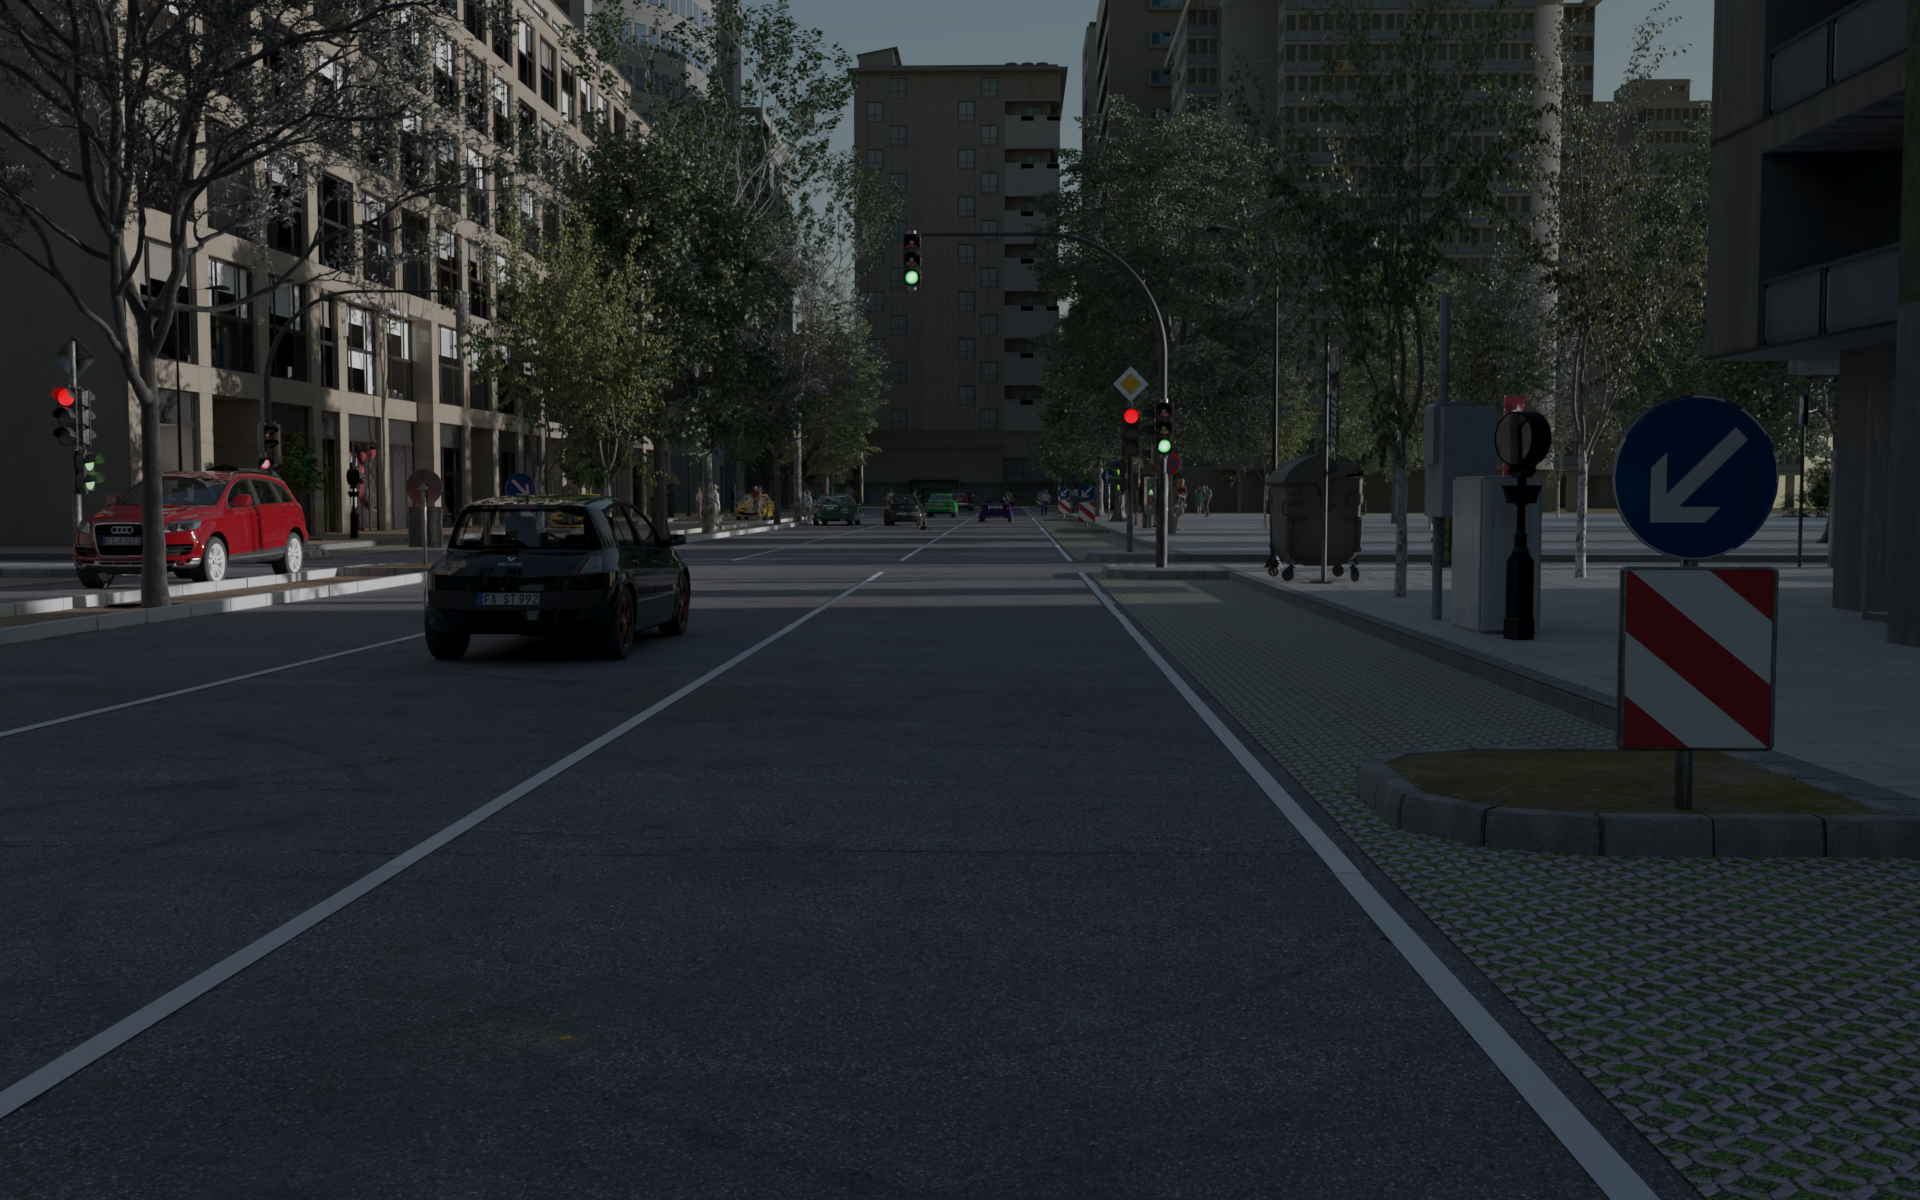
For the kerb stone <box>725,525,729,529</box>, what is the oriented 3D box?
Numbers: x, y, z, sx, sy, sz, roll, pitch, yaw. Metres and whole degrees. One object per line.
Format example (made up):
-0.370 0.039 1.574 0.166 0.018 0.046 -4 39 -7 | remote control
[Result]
-9.643 -2.951 70.457 0.120 0.150 1.000 0 4 2 | kerb stone

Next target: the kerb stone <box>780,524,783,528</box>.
-7.517 -3.010 71.409 0.120 0.150 1.000 0 4 2 | kerb stone

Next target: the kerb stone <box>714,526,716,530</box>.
-9.736 -2.764 67.390 0.120 0.150 1.000 0 4 2 | kerb stone

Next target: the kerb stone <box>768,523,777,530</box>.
-7.568 -2.884 69.362 0.120 0.150 1.000 0 4 2 | kerb stone

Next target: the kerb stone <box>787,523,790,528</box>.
-7.453 -3.136 73.469 0.120 0.150 1.000 0 4 2 | kerb stone

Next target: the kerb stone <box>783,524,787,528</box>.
-7.485 -3.073 72.431 0.120 0.150 1.000 0 4 2 | kerb stone

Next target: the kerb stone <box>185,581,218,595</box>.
-10.987 -0.165 24.900 0.120 0.150 1.000 0 4 2 | kerb stone

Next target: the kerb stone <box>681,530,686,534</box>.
-9.919 -2.388 61.231 0.120 0.150 1.000 0 4 2 | kerb stone

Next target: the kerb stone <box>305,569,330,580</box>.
-10.858 -0.417 29.006 0.120 0.150 1.000 0 4 2 | kerb stone

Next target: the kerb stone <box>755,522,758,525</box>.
-9.400 -3.451 78.645 0.120 0.150 1.000 0 4 2 | kerb stone

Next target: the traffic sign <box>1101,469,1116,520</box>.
7.489 -5.320 87.084 0.768 2.556 0.104 0 4 8 | traffic sign

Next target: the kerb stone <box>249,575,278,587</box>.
-10.925 -0.289 26.964 0.120 0.150 1.000 0 4 2 | kerb stone

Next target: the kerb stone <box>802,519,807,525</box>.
-7.273 -3.512 79.619 0.120 0.150 1.000 0 4 2 | kerb stone

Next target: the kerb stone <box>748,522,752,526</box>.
-9.458 -3.327 76.592 0.120 0.150 1.000 0 4 2 | kerb stone

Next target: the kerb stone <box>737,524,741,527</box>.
-9.548 -3.133 73.522 0.120 0.150 1.000 0 4 2 | kerb stone

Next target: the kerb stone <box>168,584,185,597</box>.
-11.019 -0.103 23.878 0.120 0.150 1.000 0 4 2 | kerb stone

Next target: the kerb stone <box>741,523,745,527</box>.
-9.519 -3.202 74.548 0.120 0.150 1.000 0 4 2 | kerb stone

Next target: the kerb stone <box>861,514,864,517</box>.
-6.304 -5.518 112.409 0.120 0.150 1.000 0 4 2 | kerb stone

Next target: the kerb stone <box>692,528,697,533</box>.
-9.858 -2.513 63.285 0.120 0.150 1.000 0 4 2 | kerb stone

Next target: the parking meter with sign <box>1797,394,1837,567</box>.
15.607 -2.078 30.238 1.738 3.016 0.543 1 4 18 | parking meter with sign

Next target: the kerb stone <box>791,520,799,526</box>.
-7.363 -3.325 76.554 0.120 0.150 1.000 0 4 2 | kerb stone

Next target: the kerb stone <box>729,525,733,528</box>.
-9.611 -3.010 71.479 0.120 0.150 1.000 0 4 2 | kerb stone

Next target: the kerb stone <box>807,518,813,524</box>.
-7.185 -3.693 82.694 0.120 0.150 1.000 0 4 2 | kerb stone

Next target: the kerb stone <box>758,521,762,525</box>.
-9.366 -3.515 79.668 0.120 0.150 1.000 0 4 2 | kerb stone

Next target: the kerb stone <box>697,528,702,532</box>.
-9.820 -2.577 64.324 0.120 0.150 1.000 0 4 2 | kerb stone

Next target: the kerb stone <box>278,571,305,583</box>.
-10.894 -0.345 27.986 0.120 0.150 1.000 0 4 2 | kerb stone

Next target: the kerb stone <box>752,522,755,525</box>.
-9.428 -3.384 77.614 0.120 0.150 1.000 0 4 2 | kerb stone

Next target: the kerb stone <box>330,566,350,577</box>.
-10.841 -0.473 30.034 0.120 0.150 1.000 0 4 2 | kerb stone

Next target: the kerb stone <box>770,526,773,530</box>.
-7.605 -2.822 68.340 0.120 0.150 1.000 0 4 2 | kerb stone

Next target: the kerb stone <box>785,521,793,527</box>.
-7.412 -3.194 74.491 0.120 0.150 1.000 0 4 2 | kerb stone

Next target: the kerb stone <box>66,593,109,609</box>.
-11.083 0.023 21.826 0.120 0.150 1.000 0 4 2 | kerb stone

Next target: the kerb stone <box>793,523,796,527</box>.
-7.391 -3.260 75.527 0.120 0.150 1.000 0 4 2 | kerb stone

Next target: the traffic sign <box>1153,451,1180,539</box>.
5.875 -3.006 49.254 0.768 2.556 0.104 0 4 8 | traffic sign

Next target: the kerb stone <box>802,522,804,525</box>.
-7.300 -3.450 78.598 0.120 0.150 1.000 0 4 2 | kerb stone

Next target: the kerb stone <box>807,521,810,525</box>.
-7.236 -3.575 80.642 0.120 0.150 1.000 0 4 2 | kerb stone

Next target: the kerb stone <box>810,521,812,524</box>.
-7.214 -3.629 81.664 0.120 0.150 1.000 0 4 2 | kerb stone

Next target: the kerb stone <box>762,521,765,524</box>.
-9.336 -3.578 80.690 0.120 0.150 1.000 0 4 2 | kerb stone

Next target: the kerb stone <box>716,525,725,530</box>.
-9.666 -2.889 69.433 0.120 0.150 1.000 0 4 2 | kerb stone

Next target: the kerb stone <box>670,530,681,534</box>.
-9.940 -2.325 60.209 0.120 0.150 1.000 0 4 2 | kerb stone

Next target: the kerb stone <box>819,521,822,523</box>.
-7.089 -3.888 85.771 0.120 0.150 1.000 0 4 2 | kerb stone

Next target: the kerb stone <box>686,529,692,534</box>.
-9.884 -2.447 62.263 0.120 0.150 1.000 0 4 2 | kerb stone

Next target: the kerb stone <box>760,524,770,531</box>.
-7.626 -2.760 67.317 0.120 0.150 1.000 0 4 2 | kerb stone

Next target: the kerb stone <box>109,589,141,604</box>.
-11.048 -0.034 22.857 0.120 0.150 1.000 0 4 2 | kerb stone

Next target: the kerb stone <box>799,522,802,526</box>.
-7.327 -3.387 77.576 0.120 0.150 1.000 0 4 2 | kerb stone

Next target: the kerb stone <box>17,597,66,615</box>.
-11.101 0.086 20.793 0.120 0.150 1.000 0 4 2 | kerb stone

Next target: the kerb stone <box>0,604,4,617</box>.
-11.142 0.149 19.765 0.120 0.150 1.000 0 4 2 | kerb stone

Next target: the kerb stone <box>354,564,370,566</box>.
-10.813 -0.542 31.056 0.120 0.150 1.000 0 4 2 | kerb stone

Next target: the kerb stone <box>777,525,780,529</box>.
-7.535 -2.947 70.384 0.120 0.150 1.000 0 4 2 | kerb stone

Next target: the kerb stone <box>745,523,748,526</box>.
-9.487 -3.262 75.570 0.120 0.150 1.000 0 4 2 | kerb stone

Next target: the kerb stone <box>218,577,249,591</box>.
-10.963 -0.226 25.930 0.120 0.150 1.000 0 4 2 | kerb stone

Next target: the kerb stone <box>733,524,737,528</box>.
-9.585 -3.072 72.501 0.120 0.150 1.000 0 4 2 | kerb stone
